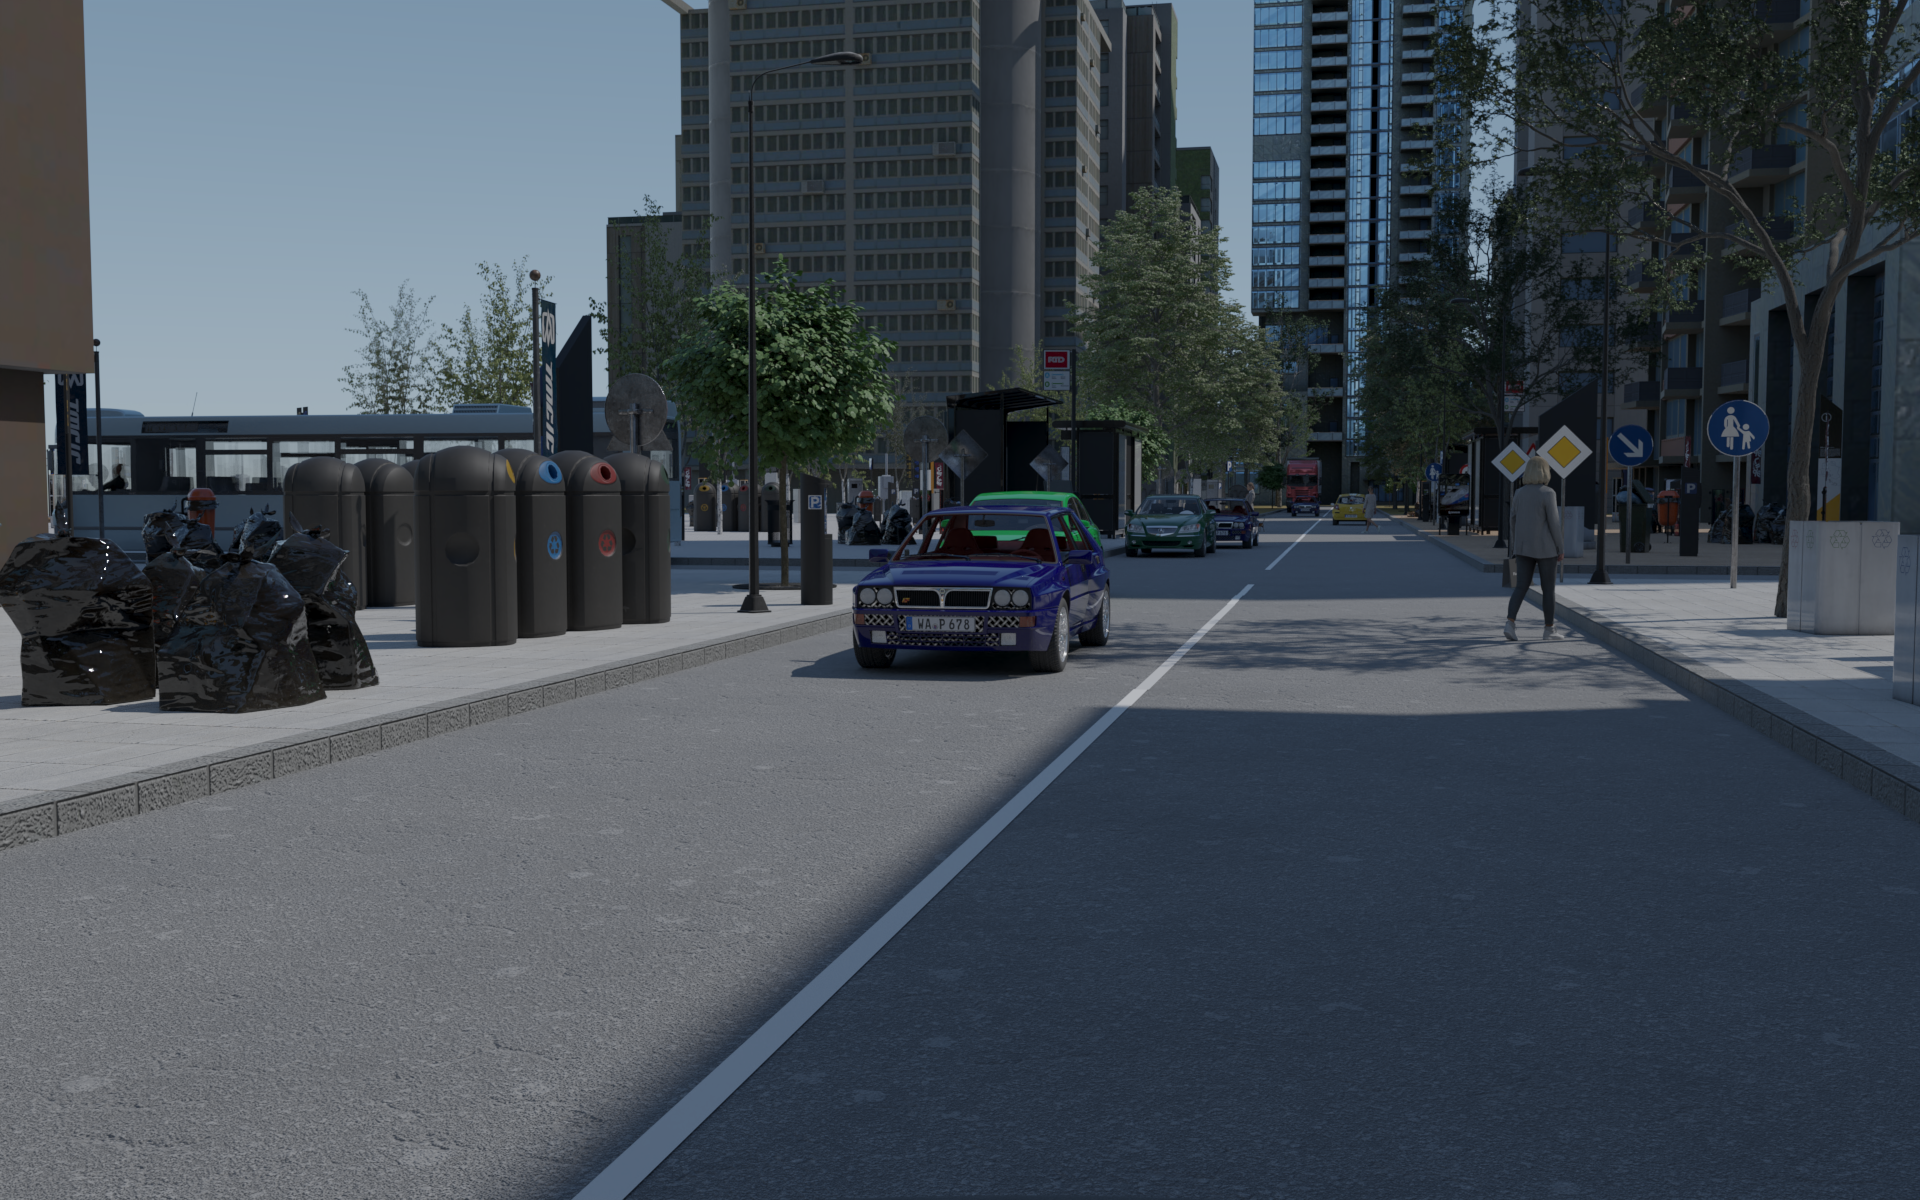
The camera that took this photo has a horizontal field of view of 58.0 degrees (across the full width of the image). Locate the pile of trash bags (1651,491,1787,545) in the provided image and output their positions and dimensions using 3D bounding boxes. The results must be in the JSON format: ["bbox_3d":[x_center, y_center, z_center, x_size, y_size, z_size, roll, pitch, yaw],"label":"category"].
[{"bbox_3d":[19.896,-2.154,44.963,3.447,1.369,1.912,1,4,20],"label":"pile of trash bags"}]

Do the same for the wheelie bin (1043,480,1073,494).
[{"bbox_3d":[2.176,-1.918,39.271,0.980,1.594,0.693,0,4,-7],"label":"wheelie bin"}]

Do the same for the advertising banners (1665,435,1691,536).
[{"bbox_3d":[21.845,-3.455,52.681,0.090,3.025,2.074,0,4,5],"label":"advertising banners"}]

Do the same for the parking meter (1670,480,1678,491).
[{"bbox_3d":[28.692,-3.902,69.512,0.399,1.863,0.255,-2,4,-30],"label":"parking meter"}]

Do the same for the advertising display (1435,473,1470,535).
[{"bbox_3d":[15.352,-2.975,53.851,0.974,1.923,0.123,0,4,-3],"label":"advertising display"}]

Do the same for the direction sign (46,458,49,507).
[{"bbox_3d":[-43.172,-5.507,82.033,0.876,3.537,0.379,-1,4,-18],"label":"direction sign"}]

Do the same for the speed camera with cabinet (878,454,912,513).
[{"bbox_3d":[-2.967,-5.550,85.083,2.038,3.252,0.660,-1,4,-14],"label":"speed camera with cabinet"}]

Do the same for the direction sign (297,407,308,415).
[{"bbox_3d":[-17.116,-3.252,45.175,0.379,3.537,0.876,-3,4,-37],"label":"direction sign"}]

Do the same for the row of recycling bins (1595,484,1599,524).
[{"bbox_3d":[25.952,-4.112,74.342,3.534,1.692,1.069,0,4,-6],"label":"row of recycling bins"}]

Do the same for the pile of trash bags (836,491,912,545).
[{"bbox_3d":[-2.276,-2.147,44.858,1.912,1.369,3.447,-1,4,-11],"label":"pile of trash bags"}]

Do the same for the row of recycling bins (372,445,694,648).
[{"bbox_3d":[-3.818,-0.547,16.060,1.069,1.692,3.534,1,4,19],"label":"row of recycling bins"}]

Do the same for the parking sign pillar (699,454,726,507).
[{"bbox_3d":[-12.068,-5.873,84.488,1.447,3.967,1.447,0,4,-7],"label":"parking sign pillar"}]

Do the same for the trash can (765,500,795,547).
[{"bbox_3d":[-4.368,-1.859,42.044,0.748,1.137,0.748,0,3,0],"label":"trash can"}]

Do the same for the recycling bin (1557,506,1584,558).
[{"bbox_3d":[12.173,-1.374,35.019,0.722,1.027,0.722,2,4,31],"label":"recycling bin"}]

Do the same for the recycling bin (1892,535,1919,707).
[{"bbox_3d":[6.161,0.127,10.472,0.722,1.027,0.722,0,4,8],"label":"recycling bin"}]

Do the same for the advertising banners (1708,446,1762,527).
[{"bbox_3d":[21.064,-3.103,46.926,2.074,3.025,0.090,-2,4,-26],"label":"advertising banners"}]

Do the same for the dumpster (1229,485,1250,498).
[{"bbox_3d":[17.343,-6.241,107.806,1.264,1.857,1.865,1,4,13],"label":"dumpster"}]

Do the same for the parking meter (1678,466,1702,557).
[{"bbox_3d":[15.036,-1.830,35.629,0.399,1.863,0.255,1,4,22],"label":"parking meter"}]

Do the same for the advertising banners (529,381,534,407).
[{"bbox_3d":[-6.622,-1.942,27.947,0.090,3.025,2.074,0,4,3],"label":"advertising banners"}]

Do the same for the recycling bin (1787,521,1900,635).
[{"bbox_3d":[8.174,-0.214,16.051,0.722,1.027,0.722,0,4,4],"label":"recycling bin"}]

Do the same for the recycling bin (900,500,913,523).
[{"bbox_3d":[-2.365,-4.017,78.238,0.722,1.027,0.722,0,4,-2],"label":"recycling bin"}]

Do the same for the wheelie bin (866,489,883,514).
[{"bbox_3d":[-5.158,-6.181,108.966,0.980,1.594,0.693,-2,4,-24],"label":"wheelie bin"}]

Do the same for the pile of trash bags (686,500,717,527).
[{"bbox_3d":[-10.264,-3.611,68.790,3.447,1.369,1.912,2,4,30],"label":"pile of trash bags"}]

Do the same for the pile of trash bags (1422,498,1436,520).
[{"bbox_3d":[24.375,-4.741,87.275,1.912,1.369,3.447,2,4,25],"label":"pile of trash bags"}]

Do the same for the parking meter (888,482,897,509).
[{"bbox_3d":[-3.258,-4.756,83.471,0.399,1.863,0.255,-2,4,-27],"label":"parking meter"}]

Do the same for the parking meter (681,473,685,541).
[{"bbox_3d":[-7.729,-2.573,47.776,0.255,1.863,0.399,-1,4,-10],"label":"parking meter"}]

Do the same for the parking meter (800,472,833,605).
[{"bbox_3d":[-1.663,-0.714,20.080,0.372,1.533,0.369,0,3,0],"label":"parking meter"}]

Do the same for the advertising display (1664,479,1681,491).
[{"bbox_3d":[29.745,-4.089,72.070,0.974,1.923,0.123,-1,4,-11],"label":"advertising display"}]

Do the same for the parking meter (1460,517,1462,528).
[{"bbox_3d":[18.562,-3.607,64.680,0.399,1.863,0.255,2,4,32],"label":"parking meter"}]

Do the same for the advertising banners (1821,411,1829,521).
[{"bbox_3d":[17.970,-2.433,35.968,0.090,3.025,2.074,2,4,28],"label":"advertising banners"}]

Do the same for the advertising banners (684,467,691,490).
[{"bbox_3d":[-16.906,-7.096,112.206,2.074,3.025,0.090,-1,4,-22],"label":"advertising banners"}]

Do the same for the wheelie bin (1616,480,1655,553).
[{"bbox_3d":[14.797,-1.841,38.002,0.693,1.594,0.980,2,4,35],"label":"wheelie bin"}]

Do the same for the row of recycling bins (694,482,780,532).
[{"bbox_3d":[-7.548,-3.180,59.112,3.534,1.692,1.069,2,4,25],"label":"row of recycling bins"}]

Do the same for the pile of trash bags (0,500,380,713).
[{"bbox_3d":[-5.526,-0.096,11.317,3.447,1.369,1.912,1,4,17],"label":"pile of trash bags"}]

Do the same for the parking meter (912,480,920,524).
[{"bbox_3d":[-1.776,-4.049,71.905,0.399,1.863,0.255,2,4,25],"label":"parking meter"}]

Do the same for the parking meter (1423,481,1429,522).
[{"bbox_3d":[21.412,-4.517,79.570,0.255,1.863,0.399,1,4,19],"label":"parking meter"}]

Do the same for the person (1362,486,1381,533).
[{"bbox_3d":[14.977,-3.289,63.033,0.760,1.731,0.466,2,4,34],"label":"person"}]

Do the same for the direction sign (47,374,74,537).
[{"bbox_3d":[-11.600,-1.868,22.538,0.379,3.537,0.876,-2,4,-25],"label":"direction sign"}]

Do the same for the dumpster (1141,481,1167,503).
[{"bbox_3d":[7.986,-4.109,72.945,1.264,1.857,1.865,1,4,13],"label":"dumpster"}]

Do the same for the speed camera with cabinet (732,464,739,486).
[{"bbox_3d":[-14.671,-6.872,106.686,2.038,3.252,0.660,0,4,2],"label":"speed camera with cabinet"}]

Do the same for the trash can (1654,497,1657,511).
[{"bbox_3d":[30.591,-3.933,75.962,0.748,1.137,0.748,0,3,0],"label":"trash can"}]

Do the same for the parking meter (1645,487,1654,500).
[{"bbox_3d":[26.321,-3.534,66.186,0.372,1.533,0.369,0,3,0],"label":"parking meter"}]

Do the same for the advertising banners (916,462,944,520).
[{"bbox_3d":[-0.468,-3.615,55.286,2.074,3.025,0.090,-2,4,-28],"label":"advertising banners"}]

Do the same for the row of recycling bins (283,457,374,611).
[{"bbox_3d":[-6.623,-0.815,20.436,1.069,1.692,3.534,1,4,15],"label":"row of recycling bins"}]

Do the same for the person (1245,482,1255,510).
[{"bbox_3d":[8.886,-2.753,53.779,0.573,1.790,0.520,-1,4,-9],"label":"person"}]

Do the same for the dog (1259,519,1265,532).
[{"bbox_3d":[11.420,-2.869,66.192,0.540,0.507,0.406,1,4,21],"label":"dog"}]

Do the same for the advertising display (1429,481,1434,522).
[{"bbox_3d":[21.817,-4.490,78.619,0.974,1.923,0.123,0,4,2],"label":"advertising display"}]

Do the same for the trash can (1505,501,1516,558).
[{"bbox_3d":[10.904,-1.334,33.457,0.748,1.137,0.748,0,3,0],"label":"trash can"}]

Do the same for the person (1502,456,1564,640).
[{"bbox_3d":[5.577,-0.509,17.007,0.728,1.800,0.709,-2,4,-32],"label":"person"}]

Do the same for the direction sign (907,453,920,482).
[{"bbox_3d":[-2.504,-6.137,92.343,0.876,3.537,0.379,3,4,38],"label":"direction sign"}]

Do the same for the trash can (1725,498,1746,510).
[{"bbox_3d":[26.954,-2.970,60.215,0.748,1.137,0.748,0,3,0],"label":"trash can"}]
